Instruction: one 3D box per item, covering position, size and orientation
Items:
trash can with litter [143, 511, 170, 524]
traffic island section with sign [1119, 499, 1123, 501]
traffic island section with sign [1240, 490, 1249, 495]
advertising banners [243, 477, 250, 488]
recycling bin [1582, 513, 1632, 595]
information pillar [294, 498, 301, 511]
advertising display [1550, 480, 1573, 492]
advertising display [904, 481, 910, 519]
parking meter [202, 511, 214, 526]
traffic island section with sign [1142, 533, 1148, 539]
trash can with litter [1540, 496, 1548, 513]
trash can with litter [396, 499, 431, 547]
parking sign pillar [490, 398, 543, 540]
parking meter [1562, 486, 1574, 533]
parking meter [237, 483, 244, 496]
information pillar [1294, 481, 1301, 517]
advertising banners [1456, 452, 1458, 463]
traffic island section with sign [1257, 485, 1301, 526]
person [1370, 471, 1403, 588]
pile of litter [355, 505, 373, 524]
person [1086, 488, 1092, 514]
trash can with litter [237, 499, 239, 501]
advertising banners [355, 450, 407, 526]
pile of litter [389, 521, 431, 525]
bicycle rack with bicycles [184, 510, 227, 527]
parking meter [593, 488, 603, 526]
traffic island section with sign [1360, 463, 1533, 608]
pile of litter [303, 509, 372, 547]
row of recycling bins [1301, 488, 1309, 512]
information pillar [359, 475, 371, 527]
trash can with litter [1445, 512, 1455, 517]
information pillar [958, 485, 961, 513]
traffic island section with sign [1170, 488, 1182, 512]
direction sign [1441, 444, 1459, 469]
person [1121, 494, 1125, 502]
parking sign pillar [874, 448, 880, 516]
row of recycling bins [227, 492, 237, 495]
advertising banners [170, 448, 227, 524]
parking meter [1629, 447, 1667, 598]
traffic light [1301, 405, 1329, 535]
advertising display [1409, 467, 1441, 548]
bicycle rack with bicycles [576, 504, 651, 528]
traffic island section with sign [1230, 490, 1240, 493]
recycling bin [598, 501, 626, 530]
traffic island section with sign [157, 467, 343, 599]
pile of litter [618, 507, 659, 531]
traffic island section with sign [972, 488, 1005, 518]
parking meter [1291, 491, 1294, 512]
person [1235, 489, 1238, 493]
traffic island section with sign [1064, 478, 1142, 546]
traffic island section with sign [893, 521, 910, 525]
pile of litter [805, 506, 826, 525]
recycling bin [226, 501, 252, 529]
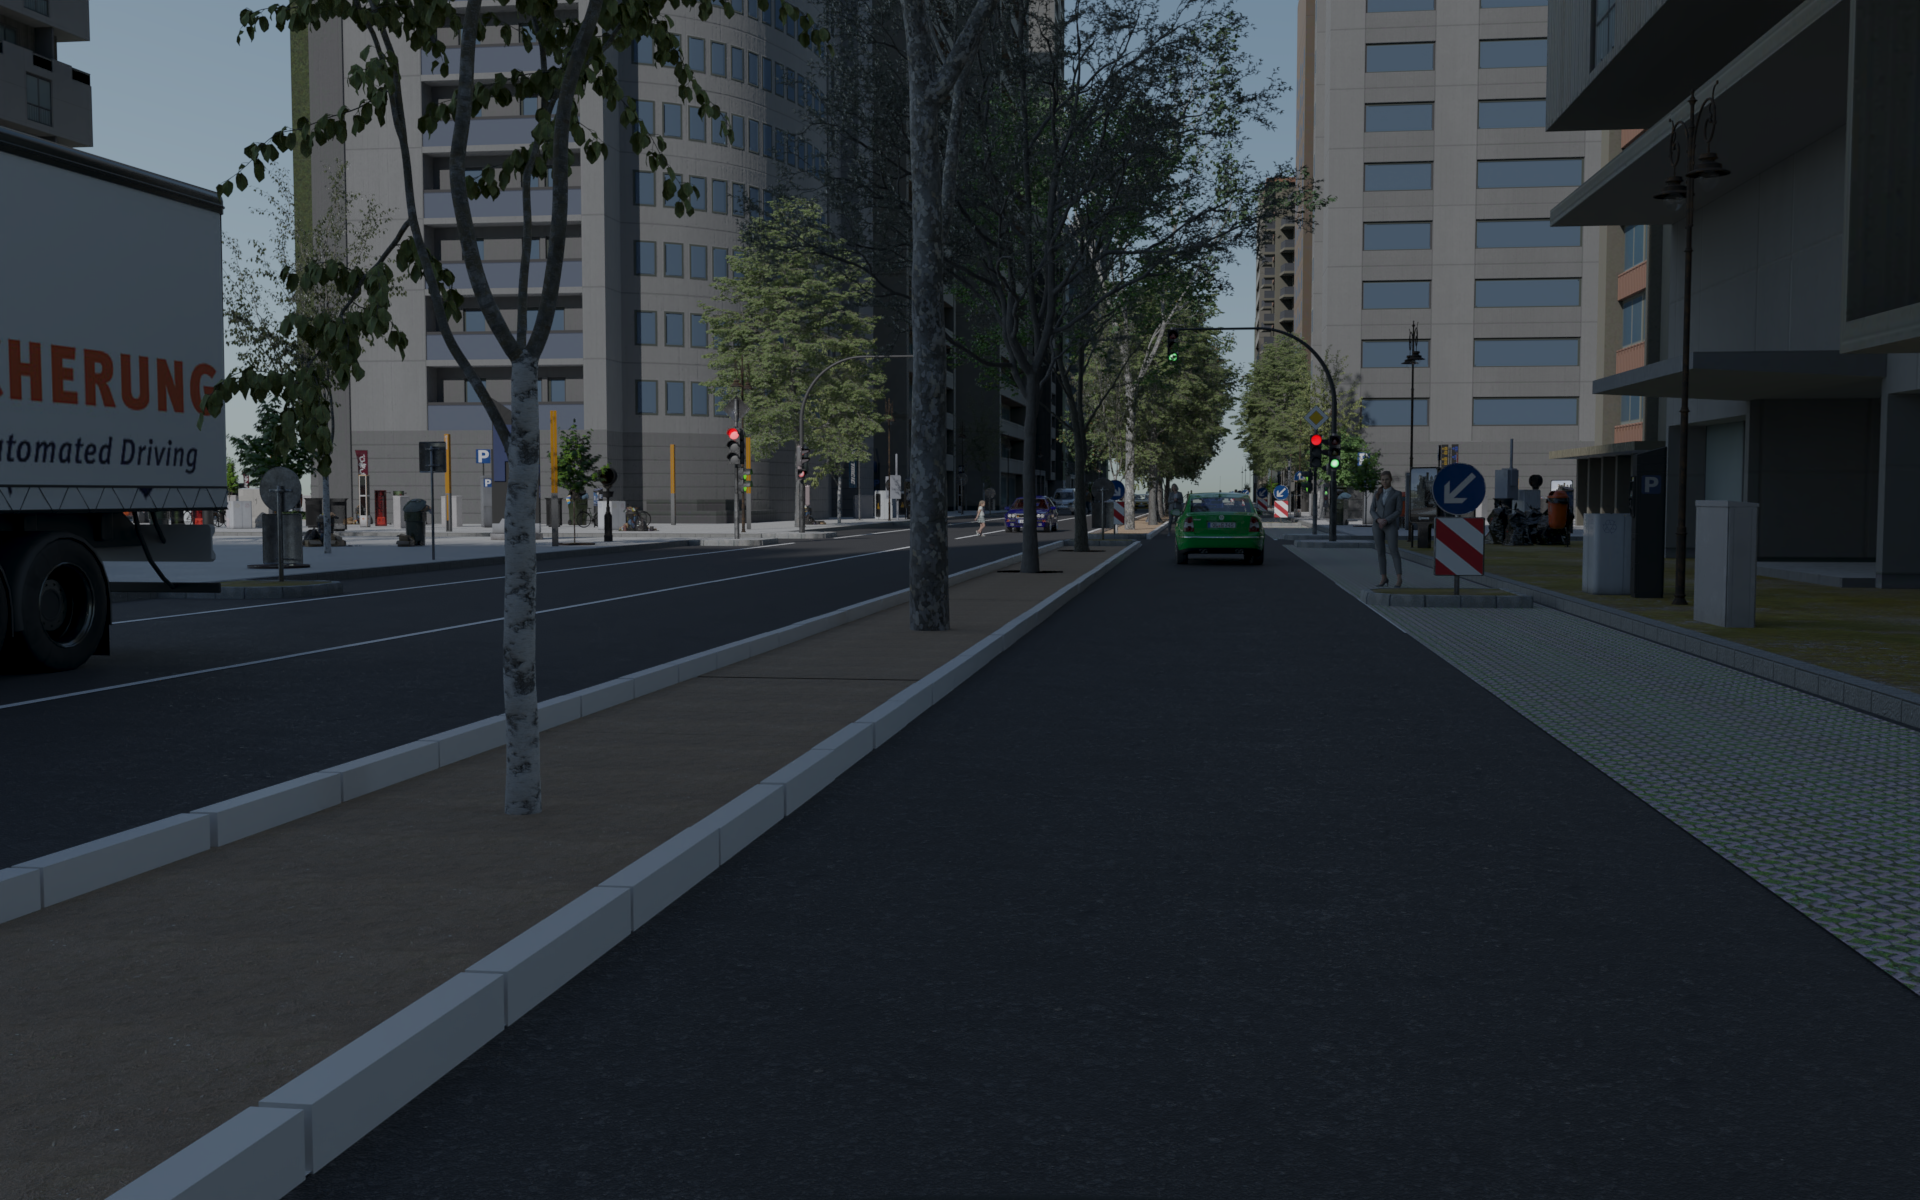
[{"bbox_3d":[-21.572,-2.164,46.762,0.624,1.170,1.055,0,4,-3],"label":"trash can with litter"},{"bbox_3d":[24.645,-15.664,264.733,1.989,1.847,2.006,1,4,8],"label":"traffic island section with sign"},{"bbox_3d":[17.997,-5.823,103.829,1.989,1.847,2.006,1,4,8],"label":"traffic island section with sign"},{"bbox_3d":[-53.935,-8.356,132.810,2.074,3.025,0.090,-2,4,-32],"label":"advertising banners"},{"bbox_3d":[8.459,-0.595,22.285,0.722,1.027,0.722,0,4,8],"label":"recycling bin"},{"bbox_3d":[-38.942,-5.947,101.733,0.304,2.012,0.304,-3,5,-43],"label":"information pillar"},{"bbox_3d":[27.148,-4.461,78.157,0.974,1.923,0.123,2,4,33],"label":"advertising display"},{"bbox_3d":[-2.581,-5.070,88.112,0.123,1.923,0.974,2,4,24],"label":"advertising display"},{"bbox_3d":[-27.623,-3.375,63.589,0.372,1.533,0.369,0,3,0],"label":"parking meter"},{"bbox_3d":[5.000,-2.898,55.521,2.006,1.907,1.989,1,4,8],"label":"traffic island section with sign"},{"bbox_3d":[26.909,-4.274,80.937,2.233,1.210,1.678,3,4,38],"label":"trash can with litter"},{"bbox_3d":[-13.397,-1.901,42.462,0.624,1.170,1.055,0,4,5],"label":"trash can with litter"},{"bbox_3d":[-12.472,-3.680,48.642,1.447,3.967,1.447,0,4,-7],"label":"parking sign pillar"},{"bbox_3d":[19.815,-2.940,56.481,0.372,1.533,0.369,0,3,0],"label":"parking meter"},{"bbox_3d":[-37.671,-5.199,90.713,0.255,1.863,0.399,0,4,0],"label":"parking meter"},{"bbox_3d":[18.661,-5.578,95.698,0.304,2.012,0.304,-1,4,-15],"label":"information pillar"},{"bbox_3d":[20.628,-4.651,72.229,0.090,3.025,2.074,1,4,11],"label":"advertising banners"},{"bbox_3d":[14.160,-4.191,77.147,1.989,1.847,2.006,1,4,8],"label":"traffic island section with sign"},{"bbox_3d":[6.525,-1.086,26.528,0.520,1.790,0.573,1,4,17],"label":"person"},{"bbox_3d":[-25.454,-3.606,72.917,1.176,0.858,1.719,3,4,39],"label":"pile of litter"},{"bbox_3d":[9.231,-7.120,124.826,0.656,1.842,0.836,2,4,26],"label":"person"},{"bbox_3d":[-36.111,-4.612,86.791,0.624,1.170,1.055,1,4,21],"label":"trash can with litter"},{"bbox_3d":[-23.091,-4.458,69.072,2.074,3.025,0.090,-3,5,-41],"label":"advertising banners"},{"bbox_3d":[-23.089,-3.579,72.484,1.719,0.858,1.176,0,4,-5],"label":"pile of litter"},{"bbox_3d":[-28.681,-3.331,67.839,2.925,0.926,2.852,3,5,41],"label":"bicycle rack with bicycles"},{"bbox_3d":[-14.379,-3.698,68.867,0.372,1.533,0.369,0,3,0],"label":"parking meter"},{"bbox_3d":[6.294,-0.856,22.624,1.989,1.847,2.006,1,4,8],"label":"traffic island section with sign"},{"bbox_3d":[-15.573,-1.739,42.395,1.719,0.858,1.176,1,4,15],"label":"pile of litter"},{"bbox_3d":[24.900,-7.236,125.413,1.069,1.692,3.534,1,4,9],"label":"row of recycling bins"},{"bbox_3d":[-22.914,-3.803,66.669,0.304,2.012,0.304,0,4,7],"label":"information pillar"},{"bbox_3d":[17.164,-2.997,60.382,0.624,1.170,1.055,2,4,31],"label":"trash can with litter"},{"bbox_3d":[0.034,-6.880,116.980,0.304,2.012,0.304,1,4,12],"label":"information pillar"},{"bbox_3d":[15.709,-7.447,129.895,2.006,1.907,1.989,1,4,8],"label":"traffic island section with sign"},{"bbox_3d":[22.283,-5.313,78.858,0.379,3.537,0.876,-3,5,-41],"label":"direction sign"},{"bbox_3d":[9.686,-5.732,102.028,0.655,1.846,0.447,-2,4,-32],"label":"person"},{"bbox_3d":[-4.970,-6.919,101.601,1.447,3.967,1.447,-1,4,-10],"label":"parking sign pillar"},{"bbox_3d":[-47.526,-6.570,114.528,1.069,1.692,3.534,2,4,28],"label":"row of recycling bins"},{"bbox_3d":[-28.519,-4.196,64.798,2.074,3.025,0.090,-1,4,-22],"label":"advertising banners"},{"bbox_3d":[8.488,-0.960,21.399,0.399,1.863,0.255,1,4,10],"label":"parking meter"},{"bbox_3d":[11.238,-4.033,54.853,0.839,4.253,0.868,1,4,8],"label":"traffic light"},{"bbox_3d":[10.998,-2.187,40.968,0.123,1.923,0.974,-2,4,-27],"label":"advertising display"},{"bbox_3d":[-13.122,-3.215,65.955,2.925,0.926,2.852,-1,4,-16],"label":"bicycle rack with bicycles"},{"bbox_3d":[25.144,-8.855,153.401,1.989,1.847,2.006,1,4,8],"label":"traffic island section with sign"},{"bbox_3d":[-12.429,-3.014,61.832,0.722,1.027,0.722,3,4,37],"label":"recycling bin"},{"bbox_3d":[-9.956,-0.980,24.645,1.989,1.847,2.006,1,4,8],"label":"traffic island section with sign"},{"bbox_3d":[-11.262,-2.813,59.961,1.719,0.858,1.176,2,4,31],"label":"pile of litter"},{"bbox_3d":[1.868,-5.998,106.691,1.989,1.847,2.006,1,4,8],"label":"traffic island section with sign"},{"bbox_3d":[23.929,-7.084,124.239,0.372,1.533,0.369,0,3,0],"label":"parking meter"},{"bbox_3d":[20.392,-7.266,127.568,0.850,1.792,0.678,-1,4,-10],"label":"person"},{"bbox_3d":[3.934,-2.450,48.190,2.006,1.907,1.989,1,4,8],"label":"traffic island section with sign"},{"bbox_3d":[-1.975,-4.366,80.010,1.989,1.847,2.006,1,4,8],"label":"traffic island section with sign"},{"bbox_3d":[-6.238,-3.594,72.720,1.176,0.858,1.719,-1,4,-17],"label":"pile of litter"},{"bbox_3d":[-26.620,-3.144,63.951,0.722,1.027,0.722,-3,5,-40],"label":"recycling bin"}]
